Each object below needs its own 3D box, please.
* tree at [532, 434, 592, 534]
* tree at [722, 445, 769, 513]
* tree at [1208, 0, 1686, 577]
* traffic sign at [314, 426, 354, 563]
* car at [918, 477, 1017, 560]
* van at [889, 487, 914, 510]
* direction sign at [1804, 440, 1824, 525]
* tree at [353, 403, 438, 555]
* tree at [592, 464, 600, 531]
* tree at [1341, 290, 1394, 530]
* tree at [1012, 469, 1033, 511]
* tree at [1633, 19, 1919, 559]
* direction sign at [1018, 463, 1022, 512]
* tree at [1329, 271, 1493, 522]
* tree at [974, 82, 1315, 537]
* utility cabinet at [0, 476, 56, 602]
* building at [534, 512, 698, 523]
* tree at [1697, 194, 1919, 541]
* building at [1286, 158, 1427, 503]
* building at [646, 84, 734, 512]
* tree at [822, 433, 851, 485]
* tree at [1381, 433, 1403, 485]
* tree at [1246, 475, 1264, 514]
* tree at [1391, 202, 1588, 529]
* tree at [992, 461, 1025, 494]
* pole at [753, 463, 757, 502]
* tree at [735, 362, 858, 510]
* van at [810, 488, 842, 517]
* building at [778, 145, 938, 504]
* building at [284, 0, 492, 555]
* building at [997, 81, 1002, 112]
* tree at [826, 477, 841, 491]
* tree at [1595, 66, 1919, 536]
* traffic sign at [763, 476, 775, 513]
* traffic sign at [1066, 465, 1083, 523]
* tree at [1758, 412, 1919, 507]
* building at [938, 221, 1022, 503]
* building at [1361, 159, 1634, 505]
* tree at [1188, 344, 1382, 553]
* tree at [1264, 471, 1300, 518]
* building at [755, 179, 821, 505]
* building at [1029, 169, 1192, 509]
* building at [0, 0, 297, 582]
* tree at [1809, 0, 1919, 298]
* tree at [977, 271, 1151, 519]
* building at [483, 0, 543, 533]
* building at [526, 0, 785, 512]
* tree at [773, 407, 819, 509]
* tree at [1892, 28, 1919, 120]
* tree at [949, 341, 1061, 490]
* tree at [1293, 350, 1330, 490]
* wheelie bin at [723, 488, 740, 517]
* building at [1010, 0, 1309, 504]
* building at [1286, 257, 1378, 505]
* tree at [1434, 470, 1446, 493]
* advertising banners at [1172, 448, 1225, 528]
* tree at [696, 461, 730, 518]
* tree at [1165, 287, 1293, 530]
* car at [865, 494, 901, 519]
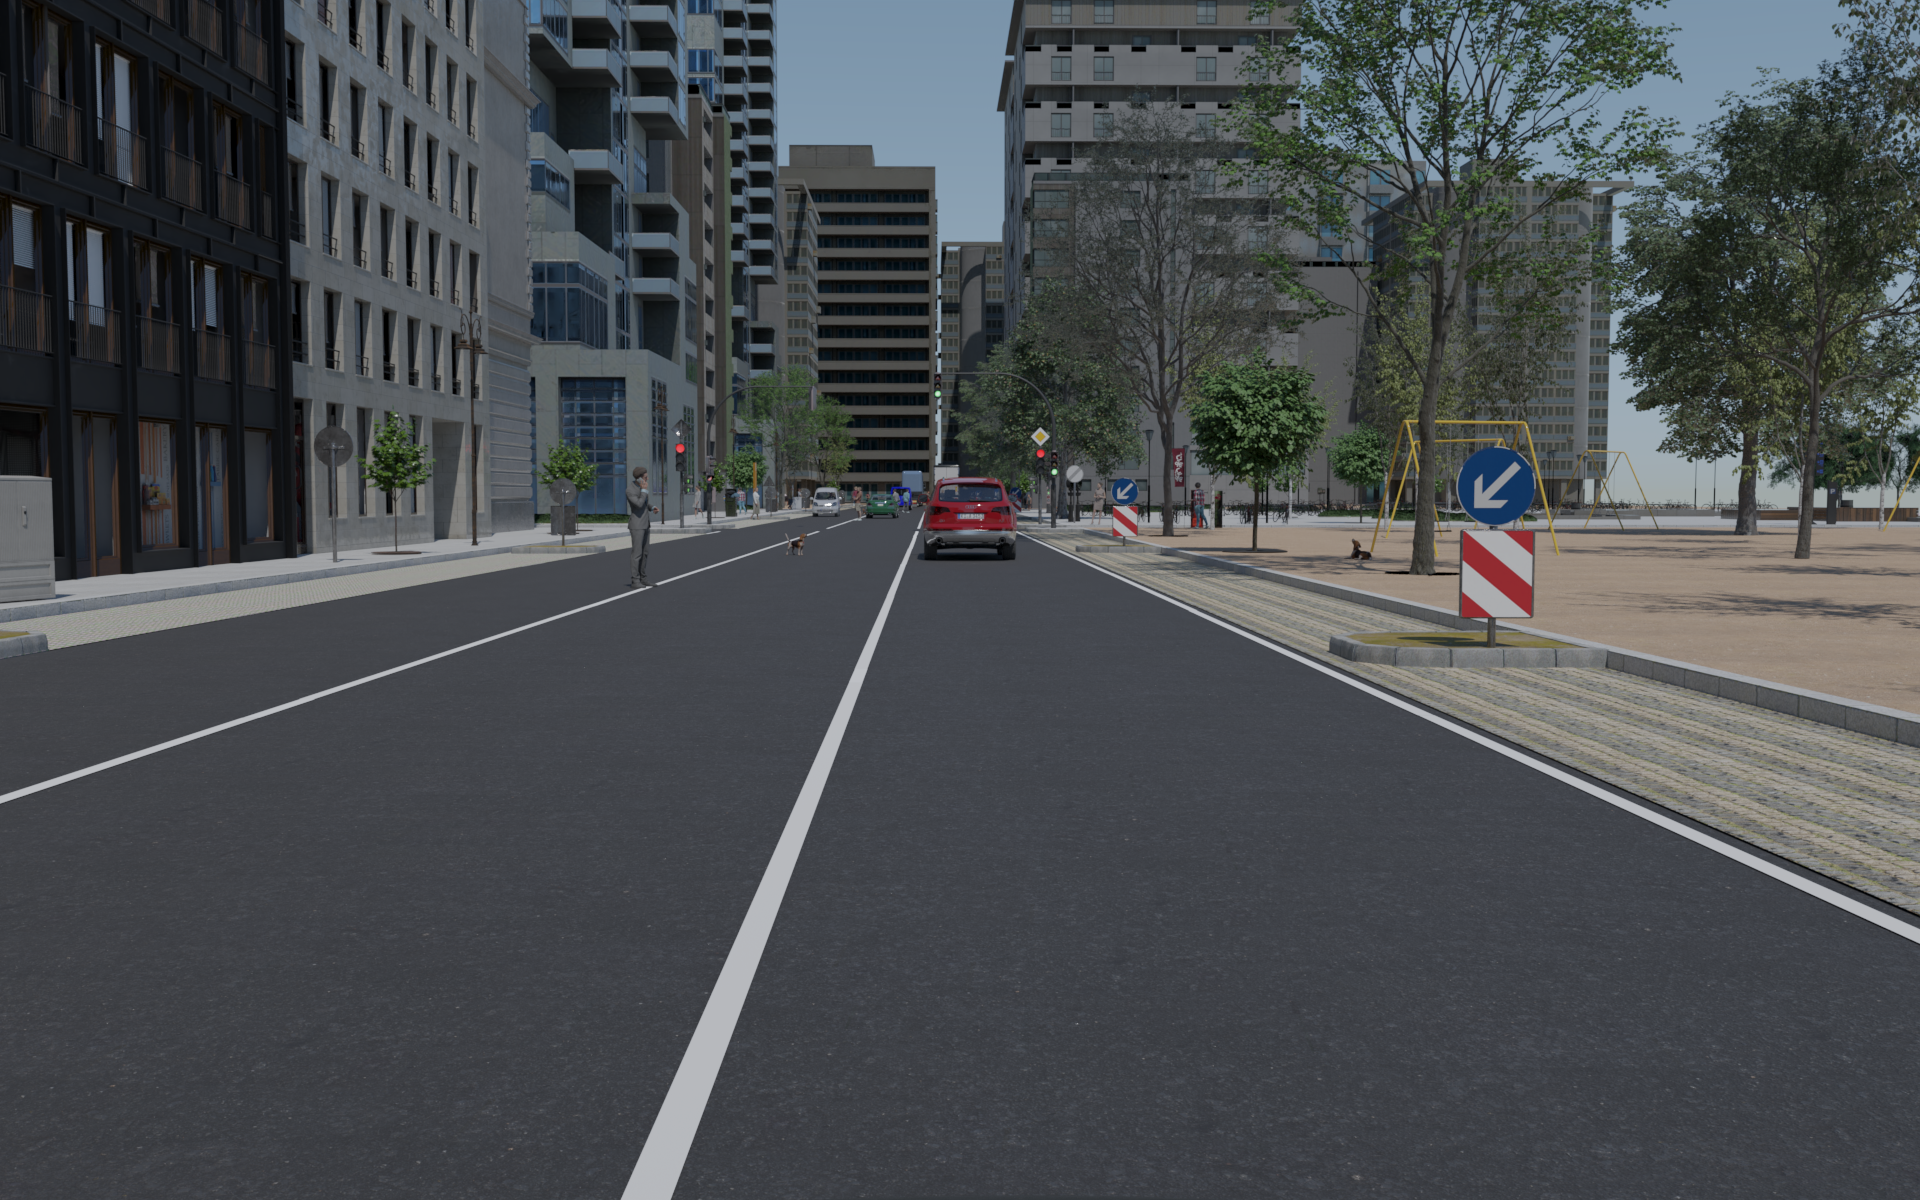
[{"bbox_3d":[-12.826,-3.712,55.291,1.663,3.219,1.824,0,3,0],"label":"tree"},{"bbox_3d":[-14.352,-8.077,115.766,4.285,4.588,4.351,0,3,0],"label":"tree"},{"bbox_3d":[7.454,-6.195,27.041,9.928,11.665,9.643,0,3,0],"label":"tree"},{"bbox_3d":[-11.706,-1.973,32.367,0.768,2.556,0.104,0,4,5],"label":"traffic sign"},{"bbox_3d":[0.193,-1.871,39.259,2.281,1.827,5.304,0,4,-1],"label":"car"},{"bbox_3d":[-5.211,-9.134,153.718,2.240,2.365,5.245,0,4,-1],"label":"van"},{"bbox_3d":[35.877,-4.942,72.804,0.876,3.537,0.379,0,4,-8],"label":"direction sign"},{"bbox_3d":[-12.101,-2.577,36.741,1.663,3.219,1.824,0,3,0],"label":"tree"},{"bbox_3d":[-13.122,-3.974,59.579,1.663,3.219,1.824,0,3,0],"label":"tree"},{"bbox_3d":[15.456,-6.833,62.084,4.360,8.622,3.978,0,3,0],"label":"tree"},{"bbox_3d":[4.719,-8.421,132.285,1.663,3.219,1.824,0,3,0],"label":"tree"},{"bbox_3d":[17.024,-6.085,33.908,7.601,10.594,8.767,1,4,17],"label":"tree"},{"bbox_3d":[4.344,-8.273,127.254,0.379,3.537,0.876,0,4,6],"label":"direction sign"},{"bbox_3d":[15.237,-6.517,56.923,4.737,8.622,4.395,0,3,0],"label":"tree"},{"bbox_3d":[6.188,-8.654,51.869,12.009,13.543,11.850,0,3,0],"label":"tree"},{"bbox_3d":[-11.272,-0.725,20.527,0.318,1.500,1.173,1,4,11],"label":"utility cabinet"},{"bbox_3d":[-25.296,-47.554,90.182,22.319,86.520,31.000,0,4,-1],"label":"building"},{"bbox_3d":[21.010,-5.685,43.320,4.737,8.622,4.395,0,3,0],"label":"tree"},{"bbox_3d":[50.200,-38.287,245.595,30.456,49.044,23.786,0,4,-1],"label":"building"},{"bbox_3d":[-23.860,-21.450,122.416,14.160,30.474,14.107,0,4,-1],"label":"building"},{"bbox_3d":[-14.767,-15.746,207.814,4.737,8.622,4.395,0,3,0],"label":"tree"},{"bbox_3d":[17.700,-5.643,75.979,4.285,4.588,4.351,0,3,0],"label":"tree"},{"bbox_3d":[19.260,-7.132,111.216,1.663,3.219,1.824,0,3,0],"label":"tree"},{"bbox_3d":[13.631,-5.661,42.926,4.360,8.622,3.978,0,3,0],"label":"tree"},{"bbox_3d":[4.468,-10.412,153.949,4.285,4.588,4.351,0,3,0],"label":"tree"},{"bbox_3d":[-13.318,-7.258,112.511,0.158,3.312,0.155,0,3,0],"label":"pole"},{"bbox_3d":[-13.947,-12.833,135.576,9.928,11.665,9.643,0,3,0],"label":"tree"},{"bbox_3d":[-8.498,-6.306,110.112,2.013,2.044,4.112,0,4,-2],"label":"van"},{"bbox_3d":[-13.944,-37.887,243.146,21.600,48.544,21.300,0,4,-1],"label":"building"},{"bbox_3d":[-19.102,-11.505,42.863,10.420,20.320,16.860,0,4,-1],"label":"building"},{"bbox_3d":[19.210,-37.810,207.438,28.713,52.752,27.495,0,4,-1],"label":"building"},{"bbox_3d":[-14.504,-12.549,199.773,1.663,3.219,1.824,0,3,0],"label":"tree"},{"bbox_3d":[24.523,-8.983,53.530,9.857,13.997,8.962,0,3,0],"label":"tree"},{"bbox_3d":[-13.273,-7.366,120.444,0.884,2.594,0.081,0,4,5],"label":"traffic sign"},{"bbox_3d":[5.065,-4.677,76.576,0.768,2.556,0.104,0,4,-1],"label":"traffic sign"},{"bbox_3d":[59.985,-9.455,117.493,11.467,7.101,20.602,0,4,5],"label":"tree"},{"bbox_3d":[8.830,-34.093,249.307,23.993,40.220,32.217,0,4,-1],"label":"building"},{"bbox_3d":[62.280,-31.499,206.882,23.993,40.220,32.217,0,4,-1],"label":"building"},{"bbox_3d":[6.484,-3.324,38.055,4.285,4.588,4.351,0,3,0],"label":"tree"},{"bbox_3d":[17.950,-6.089,94.163,1.663,3.219,1.824,0,3,0],"label":"tree"},{"bbox_3d":[-28.859,-31.415,205.517,23.993,40.220,32.217,0,4,-1],"label":"building"},{"bbox_3d":[13.280,-23.638,158.189,14.160,30.474,14.107,0,4,-1],"label":"building"},{"bbox_3d":[-19.290,-12.006,25.969,12.332,23.373,15.834,0,4,-1],"label":"building"},{"bbox_3d":[10.249,-4.018,16.055,4.360,8.622,3.978,0,3,0],"label":"tree"},{"bbox_3d":[5.379,-10.507,88.804,9.611,12.733,9.660,0,3,0],"label":"tree"},{"bbox_3d":[-24.498,-13.939,56.777,19.941,23.489,11.050,0,4,-1],"label":"building"},{"bbox_3d":[-27.387,-51.941,161.905,22.319,86.520,31.000,0,4,-1],"label":"building"},{"bbox_3d":[-13.832,-11.798,143.253,4.360,8.622,3.978,0,3,0],"label":"tree"},{"bbox_3d":[15.388,-4.576,25.177,4.737,8.622,4.395,0,3,0],"label":"tree"},{"bbox_3d":[4.196,-14.288,140.264,9.857,13.997,8.962,0,3,0],"label":"tree"},{"bbox_3d":[16.886,-8.358,87.023,4.737,8.622,4.395,0,3,0],"label":"tree"},{"bbox_3d":[-12.826,-5.462,97.211,0.980,1.594,0.693,0,4,2],"label":"wheelie bin"},{"bbox_3d":[19.553,-36.096,179.406,28.713,52.752,27.495,0,4,-1],"label":"building"},{"bbox_3d":[43.100,-27.125,215.197,14.107,30.474,14.160,0,4,-1],"label":"building"},{"bbox_3d":[32.938,-7.701,120.511,1.663,3.219,1.824,0,3,0],"label":"tree"},{"bbox_3d":[9.014,-4.246,65.609,2.074,3.025,0.090,1,4,21],"label":"advertising banners"},{"bbox_3d":[-13.096,-5.987,92.494,1.663,3.219,1.824,0,3,0],"label":"tree"},{"bbox_3d":[9.015,-6.774,61.118,4.737,8.622,4.395,0,3,0],"label":"tree"},{"bbox_3d":[-4.604,-5.575,102.954,2.131,1.459,4.920,0,4,1],"label":"car"}]
